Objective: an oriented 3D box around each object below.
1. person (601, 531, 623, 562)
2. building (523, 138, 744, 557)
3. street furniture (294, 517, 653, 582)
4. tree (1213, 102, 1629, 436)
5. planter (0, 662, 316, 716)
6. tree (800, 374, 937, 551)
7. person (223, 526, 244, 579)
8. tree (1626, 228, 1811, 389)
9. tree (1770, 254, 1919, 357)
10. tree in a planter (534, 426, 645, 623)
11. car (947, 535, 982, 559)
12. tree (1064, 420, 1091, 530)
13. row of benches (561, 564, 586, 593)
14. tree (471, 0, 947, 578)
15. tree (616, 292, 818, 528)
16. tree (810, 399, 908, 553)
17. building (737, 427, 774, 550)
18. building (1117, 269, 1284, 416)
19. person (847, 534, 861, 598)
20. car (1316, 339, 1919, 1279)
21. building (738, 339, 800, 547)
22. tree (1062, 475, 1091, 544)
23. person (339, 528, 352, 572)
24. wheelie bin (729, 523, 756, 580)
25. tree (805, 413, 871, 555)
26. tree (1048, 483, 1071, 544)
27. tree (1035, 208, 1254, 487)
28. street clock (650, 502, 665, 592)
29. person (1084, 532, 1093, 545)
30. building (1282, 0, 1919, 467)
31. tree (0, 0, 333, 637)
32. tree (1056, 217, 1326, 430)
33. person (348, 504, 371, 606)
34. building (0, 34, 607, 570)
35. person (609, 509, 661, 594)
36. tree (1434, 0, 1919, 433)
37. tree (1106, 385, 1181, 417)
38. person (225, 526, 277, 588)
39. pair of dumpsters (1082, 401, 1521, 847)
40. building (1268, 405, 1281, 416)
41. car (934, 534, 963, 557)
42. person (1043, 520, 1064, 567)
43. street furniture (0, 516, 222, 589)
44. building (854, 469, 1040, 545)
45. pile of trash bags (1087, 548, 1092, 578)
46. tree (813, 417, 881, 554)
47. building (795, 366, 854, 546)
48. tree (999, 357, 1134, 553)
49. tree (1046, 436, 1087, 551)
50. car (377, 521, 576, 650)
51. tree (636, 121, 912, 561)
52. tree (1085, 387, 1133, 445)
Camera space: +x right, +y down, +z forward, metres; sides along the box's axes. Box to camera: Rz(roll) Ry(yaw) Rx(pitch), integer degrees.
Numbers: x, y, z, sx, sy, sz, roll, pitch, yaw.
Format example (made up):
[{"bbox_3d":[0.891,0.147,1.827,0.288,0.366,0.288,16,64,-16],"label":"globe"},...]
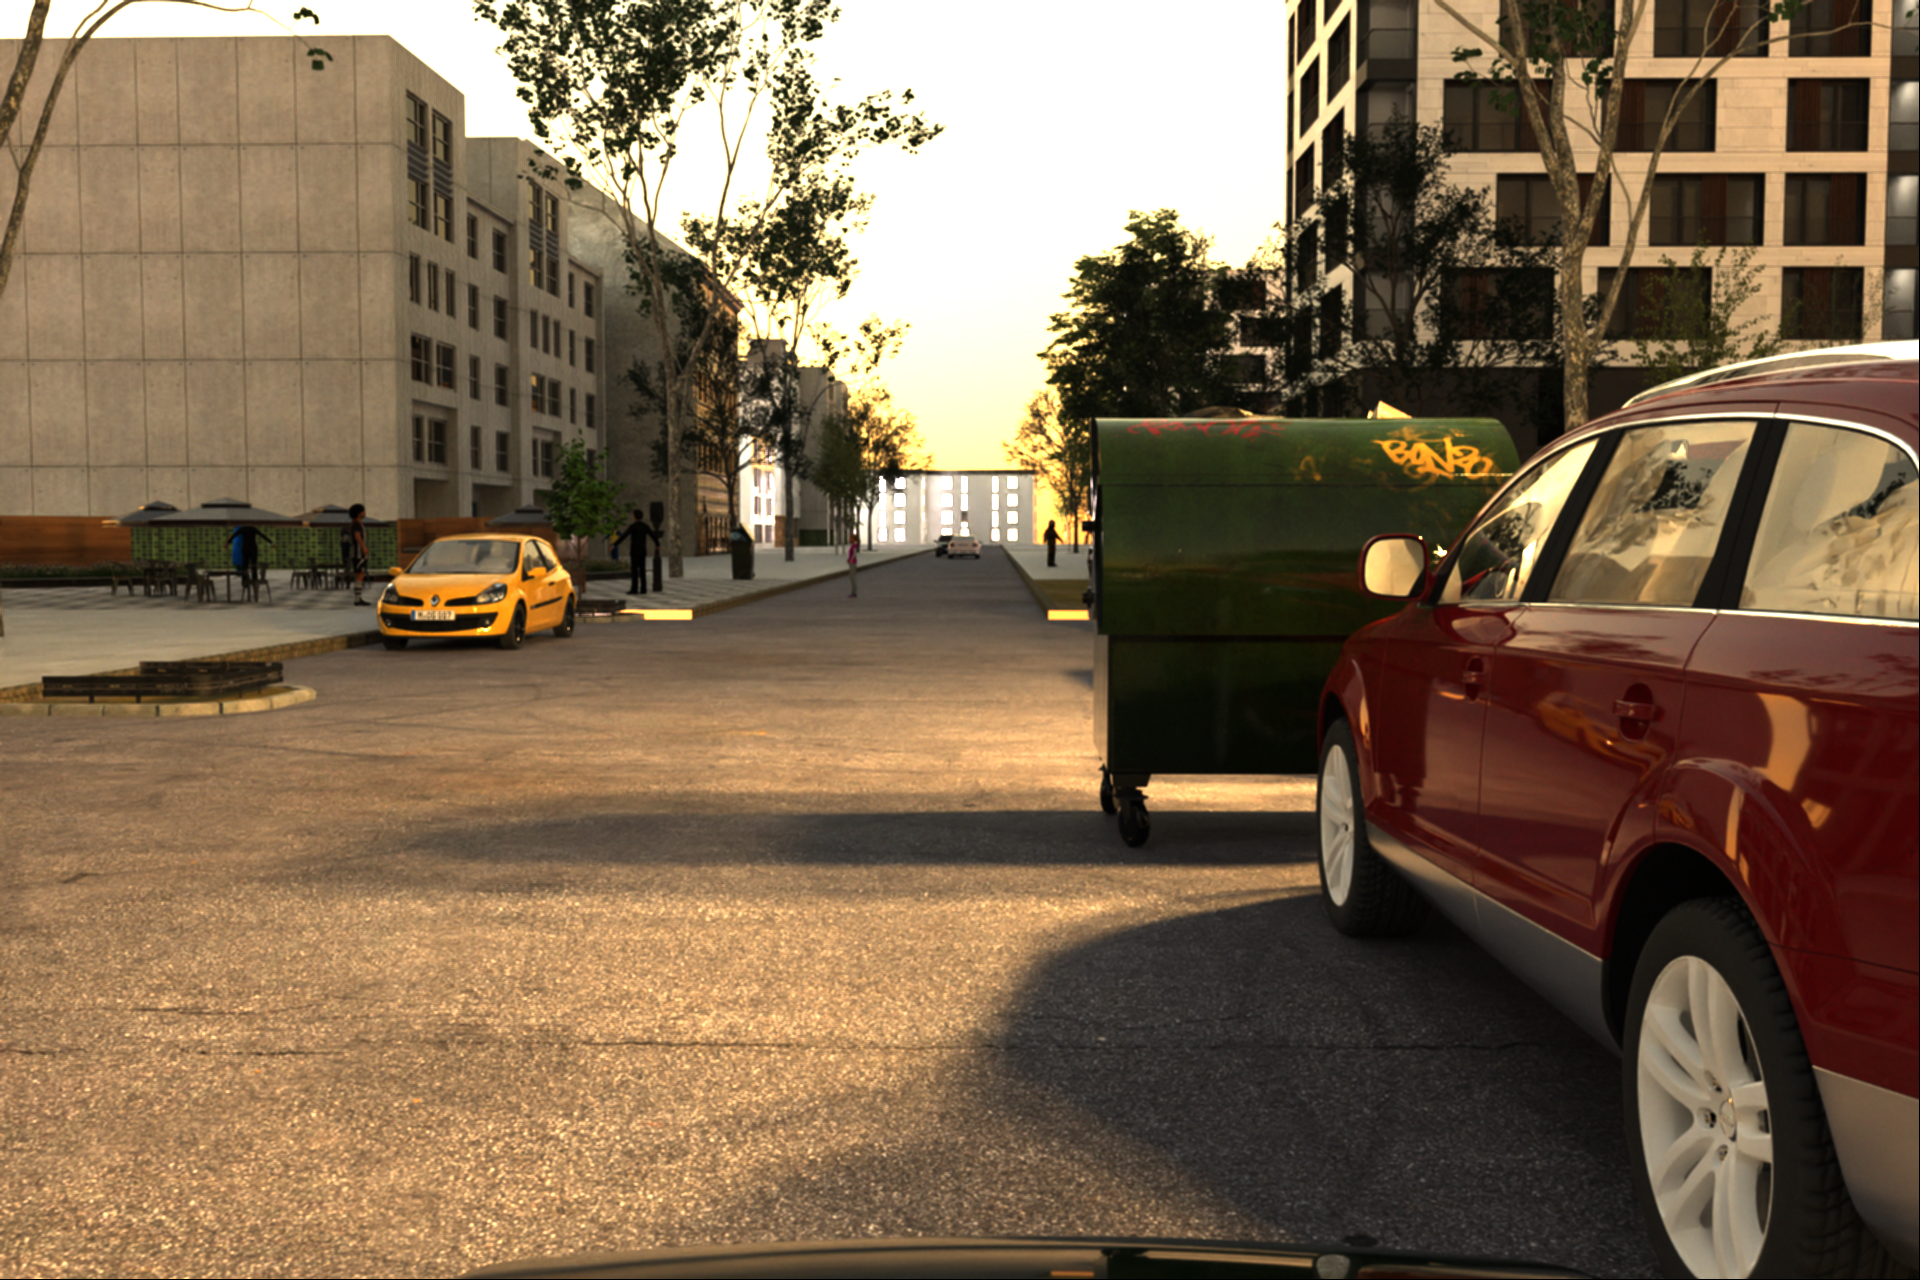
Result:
[{"bbox_3d":[-13.812,-3.819,68.905,1.216,1.772,0.721,3,4,36],"label":"person"},{"bbox_3d":[-23.992,-16.807,105.727,19.493,23.208,18.063,0,4,0],"label":"building"},{"bbox_3d":[-12.083,-2.571,48.882,9.812,1.723,11.010,1,4,17],"label":"street furniture"},{"bbox_3d":[9.906,-6.268,36.888,8.767,10.594,7.601,0,4,-4],"label":"tree"},{"bbox_3d":[-6.606,0.400,14.604,1.991,0.319,1.994,0,4,2],"label":"planter"},{"bbox_3d":[-6.923,-13.587,132.513,12.009,13.543,11.850,0,3,0],"label":"tree"},{"bbox_3d":[-20.747,-2.672,49.818,1.347,1.817,0.704,3,5,39],"label":"person"},{"bbox_3d":[18.419,-5.646,42.676,4.737,8.622,4.395,0,3,0],"label":"tree"},{"bbox_3d":[23.295,-5.885,46.575,4.360,8.622,3.978,0,3,0],"label":"tree"},{"bbox_3d":[-6.366,-1.937,28.893,1.991,3.239,1.994,0,4,1],"label":"tree in a planter"},{"bbox_3d":[0.247,-5.467,101.743,2.083,1.381,4.827,0,4,1],"label":"car"},{"bbox_3d":[7.342,-8.841,94.917,4.360,8.622,3.978,0,3,0],"label":"tree"},{"bbox_3d":[-8.764,-1.240,35.743,1.422,0.672,4.104,1,4,9],"label":"row of benches"},{"bbox_3d":[-7.263,-11.845,49.552,12.611,20.169,13.585,0,3,0],"label":"tree"},{"bbox_3d":[-8.965,-8.112,67.041,7.601,10.594,8.767,1,4,20],"label":"tree"},{"bbox_3d":[-6.767,-11.293,119.056,7.601,10.594,8.767,-3,5,-43],"label":"tree"},{"bbox_3d":[-20.373,-12.649,148.957,9.099,9.664,28.070,0,4,1],"label":"building"},{"bbox_3d":[27.244,-18.722,150.083,27.936,21.610,32.646,0,4,1],"label":"building"},{"bbox_3d":[-2.476,-1.676,39.121,0.599,1.433,0.991,0,4,-8],"label":"person"},{"bbox_3d":[2.329,0.252,4.555,2.281,1.827,5.304,0,4,1],"label":"car"},{"bbox_3d":[-22.058,-19.112,168.900,16.016,20.090,11.380,0,4,1],"label":"building"},{"bbox_3d":[16.472,-17.417,219.178,7.601,10.594,8.767,0,4,-4],"label":"tree"},{"bbox_3d":[-18.548,-2.840,52.205,0.705,1.856,1.354,-1,4,-22],"label":"person"},{"bbox_3d":[-6.163,-2.514,49.004,0.693,1.594,0.980,0,4,3],"label":"wheelie bin"},{"bbox_3d":[-7.421,-9.431,104.567,4.737,8.622,4.395,0,3,0],"label":"tree"},{"bbox_3d":[13.649,-16.902,226.710,4.737,8.622,4.395,0,3,0],"label":"tree"},{"bbox_3d":[6.461,-8.711,60.559,7.486,12.596,7.792,0,3,0],"label":"tree"},{"bbox_3d":[-6.758,-2.083,38.634,0.358,2.002,0.471,0,4,1],"label":"street clock"},{"bbox_3d":[4.470,-3.056,56.764,1.217,1.733,0.721,-3,5,-44],"label":"person"},{"bbox_3d":[26.431,-13.764,69.009,27.936,21.610,32.646,0,4,1],"label":"building"},{"bbox_3d":[-11.079,-10.034,19.951,12.611,20.169,13.585,0,3,0],"label":"tree"},{"bbox_3d":[6.509,-7.090,50.336,8.767,10.594,7.601,1,4,20],"label":"tree"},{"bbox_3d":[-10.747,-1.524,31.067,0.704,1.843,1.345,-1,4,-21],"label":"person"},{"bbox_3d":[-27.993,-12.920,77.698,16.747,18.905,31.486,0,4,2],"label":"building"},{"bbox_3d":[-6.878,-1.879,36.907,0.705,1.806,1.347,3,5,42],"label":"person"},{"bbox_3d":[8.700,-10.309,24.440,12.611,20.169,13.585,0,3,0],"label":"tree"},{"bbox_3d":[7.468,-7.293,69.609,4.360,8.622,3.978,0,3,0],"label":"tree"},{"bbox_3d":[-16.787,-2.096,40.989,1.216,1.740,0.721,0,4,-2],"label":"person"},{"bbox_3d":[2.807,-0.210,8.379,4.436,2.255,1.574,0,4,1],"label":"pair of dumpsters"},{"bbox_3d":[25.119,-9.845,103.110,9.099,9.664,28.070,0,4,1],"label":"building"},{"bbox_3d":[-0.630,-6.087,109.301,2.009,1.686,4.222,0,4,1],"label":"car"},{"bbox_3d":[3.650,-3.842,68.592,0.705,1.858,1.354,3,4,36],"label":"person"},{"bbox_3d":[-22.754,-2.258,43.768,9.812,1.723,11.010,3,4,38],"label":"street furniture"},{"bbox_3d":[-4.216,-17.088,223.990,28.070,9.664,9.099,1,4,10],"label":"building"},{"bbox_3d":[3.728,-1.725,37.951,1.912,1.369,3.447,0,4,-1],"label":"pile of trash bags"},{"bbox_3d":[-7.142,-9.746,109.711,4.737,8.622,4.395,0,3,0],"label":"tree"},{"bbox_3d":[-21.920,-20.323,198.739,16.747,18.905,31.486,0,4,2],"label":"building"},{"bbox_3d":[7.699,-12.525,115.147,12.009,13.543,11.850,0,3,0],"label":"tree"},{"bbox_3d":[8.256,-11.021,130.558,4.360,8.622,3.978,0,3,0],"label":"tree"},{"bbox_3d":[-6.278,-0.763,22.704,2.015,1.641,3.980,0,4,1],"label":"car"},{"bbox_3d":[-8.690,-13.768,81.000,12.611,20.169,13.585,0,3,0],"label":"tree"},{"bbox_3d":[7.357,-8.085,82.556,4.360,8.622,3.978,0,3,0],"label":"tree"}]
